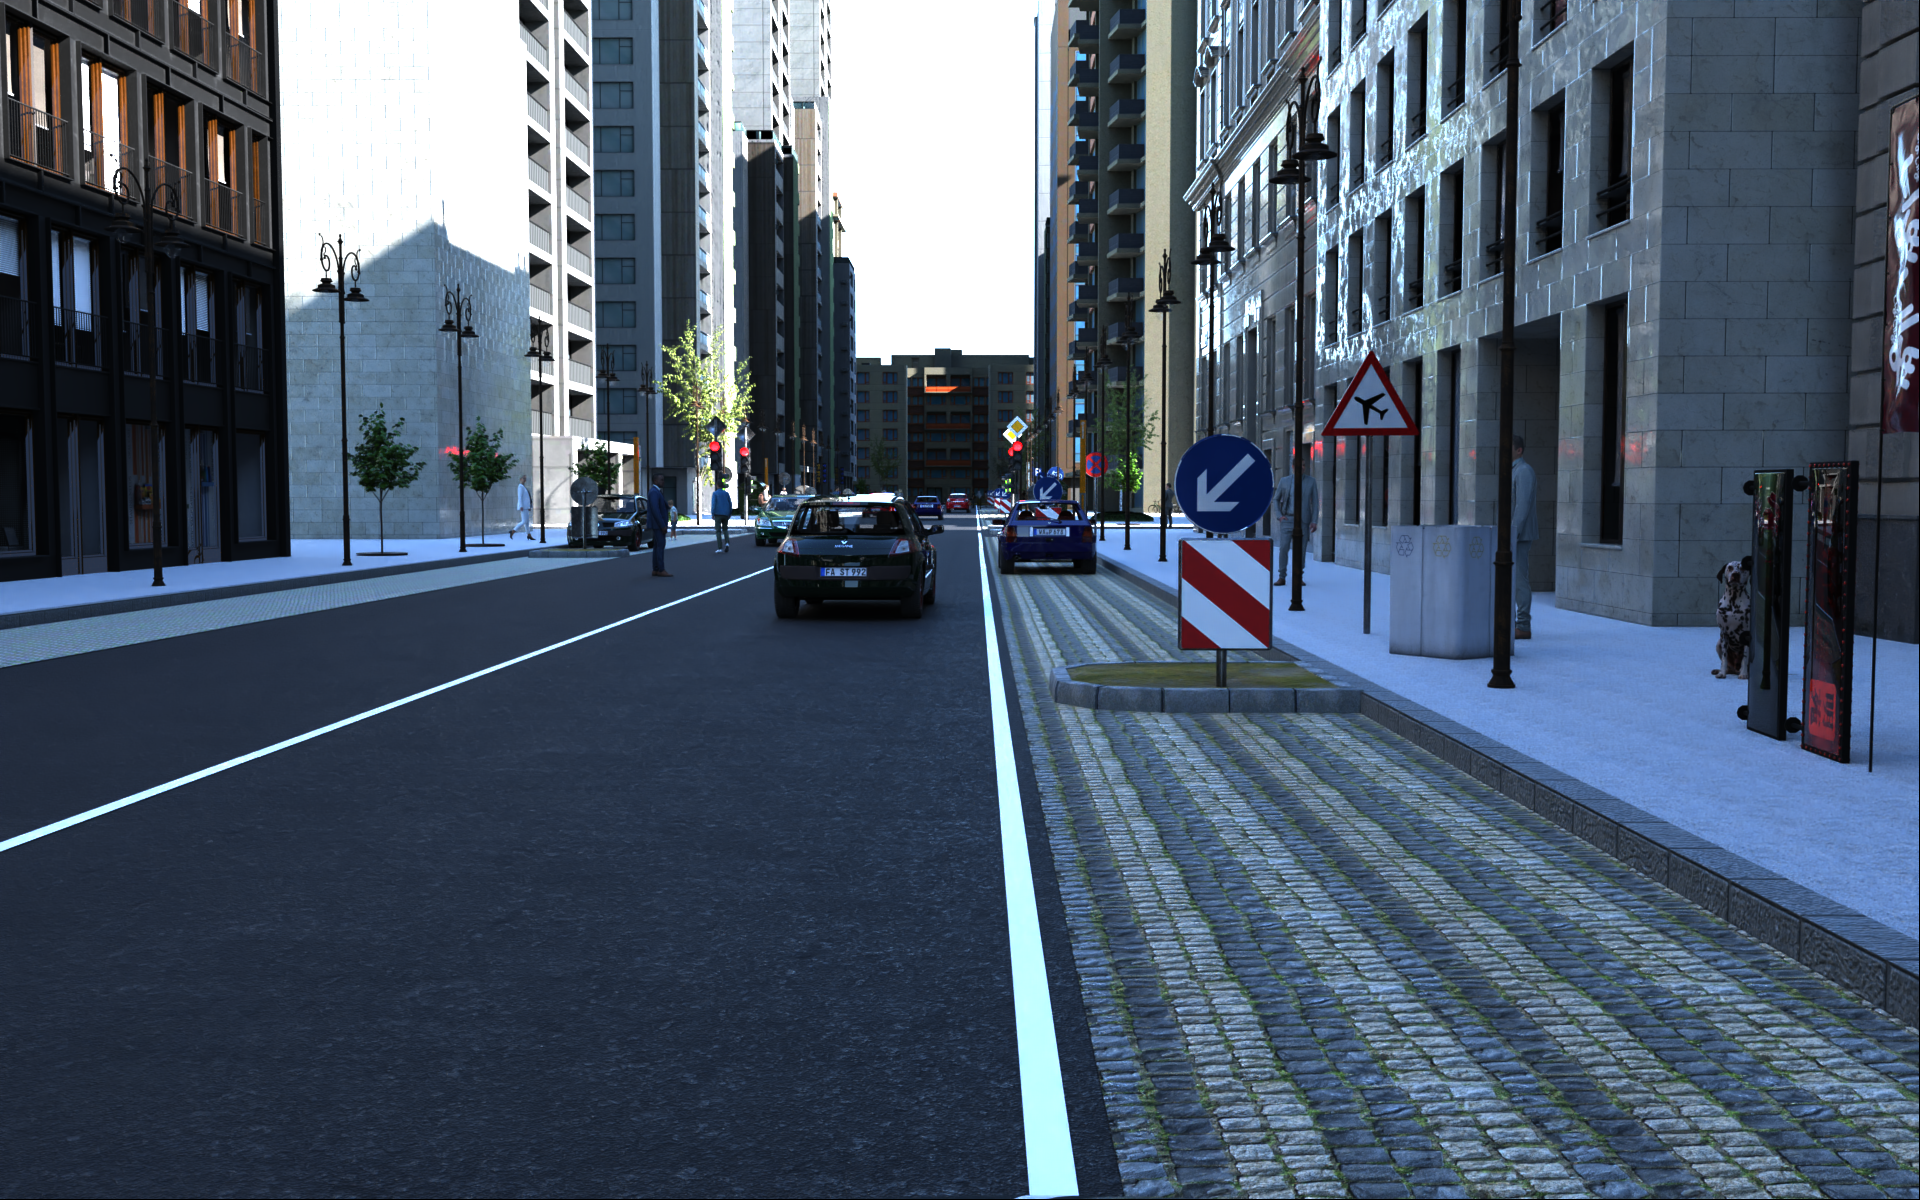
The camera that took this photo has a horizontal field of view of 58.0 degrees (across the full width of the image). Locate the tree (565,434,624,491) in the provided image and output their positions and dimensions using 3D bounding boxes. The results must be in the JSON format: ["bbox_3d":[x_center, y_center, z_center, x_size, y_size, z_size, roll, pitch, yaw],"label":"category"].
[{"bbox_3d":[-11.531,-3.736,55.684,1.663,3.219,1.824,0,3,0],"label":"tree"}]

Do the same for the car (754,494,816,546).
[{"bbox_3d":[-4.733,-2.300,49.402,2.131,1.459,4.920,0,4,1],"label":"car"}]

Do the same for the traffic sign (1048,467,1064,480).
[{"bbox_3d":[4.422,-4.895,80.133,0.768,2.556,0.104,0,4,3],"label":"traffic sign"}]

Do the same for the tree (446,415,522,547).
[{"bbox_3d":[-11.844,-2.928,42.472,1.663,3.219,1.824,0,3,0],"label":"tree"}]

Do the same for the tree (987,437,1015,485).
[{"bbox_3d":[5.542,-16.479,219.800,4.360,8.622,3.978,0,3,0],"label":"tree"}]

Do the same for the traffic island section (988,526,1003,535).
[{"bbox_3d":[2.074,-2.440,62.170,2.009,0.180,2.903,0,4,1],"label":"traffic island section"}]

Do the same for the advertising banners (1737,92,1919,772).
[{"bbox_3d":[4.238,-0.748,8.415,0.090,3.025,2.074,0,4,5],"label":"advertising banners"}]

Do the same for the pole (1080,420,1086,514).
[{"bbox_3d":[3.393,-3.298,47.761,0.158,3.312,0.155,0,3,0],"label":"pole"}]

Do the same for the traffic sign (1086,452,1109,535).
[{"bbox_3d":[4.101,-3.198,52.391,0.768,2.556,0.104,0,4,3],"label":"traffic sign"}]

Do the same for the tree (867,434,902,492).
[{"bbox_3d":[-9.344,-15.851,209.520,4.737,8.622,4.395,0,3,0],"label":"tree"}]

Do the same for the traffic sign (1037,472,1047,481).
[{"bbox_3d":[4.885,-6.178,101.112,0.768,2.556,0.104,0,4,8],"label":"traffic sign"}]

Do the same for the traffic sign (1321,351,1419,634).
[{"bbox_3d":[3.739,-0.969,15.844,0.884,2.594,0.081,0,4,4],"label":"traffic sign"}]

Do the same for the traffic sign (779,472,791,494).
[{"bbox_3d":[-10.235,-6.159,100.800,0.768,2.556,0.104,0,4,4],"label":"traffic sign"}]

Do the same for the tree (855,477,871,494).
[{"bbox_3d":[-9.966,-11.193,177.600,1.663,3.219,1.824,0,3,0],"label":"tree"}]

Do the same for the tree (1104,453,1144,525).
[{"bbox_3d":[7.030,-4.726,71.872,1.663,3.219,1.824,0,3,0],"label":"tree"}]

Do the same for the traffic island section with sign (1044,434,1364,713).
[{"bbox_3d":[1.645,-0.219,12.210,1.989,1.847,2.006,0,4,1],"label":"traffic island section with sign"}]

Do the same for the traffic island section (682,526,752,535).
[{"bbox_3d":[-8.767,-2.446,62.270,2.009,0.180,2.903,0,4,1],"label":"traffic island section"}]

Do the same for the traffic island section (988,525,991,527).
[{"bbox_3d":[2.144,-2.928,70.155,2.009,0.180,2.903,0,4,1],"label":"traffic island section"}]

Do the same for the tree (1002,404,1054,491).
[{"bbox_3d":[5.520,-11.670,141.166,4.737,8.622,4.395,0,3,0],"label":"tree"}]

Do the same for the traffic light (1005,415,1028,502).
[{"bbox_3d":[2.034,-4.473,62.056,0.839,4.253,0.868,0,4,1],"label":"traffic light"}]

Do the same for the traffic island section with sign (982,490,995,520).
[{"bbox_3d":[2.368,-5.268,94.752,1.989,1.847,2.006,0,4,1],"label":"traffic island section with sign"}]

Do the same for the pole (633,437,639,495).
[{"bbox_3d":[-11.588,-4.172,62.052,0.158,3.312,0.155,0,3,0],"label":"pole"}]

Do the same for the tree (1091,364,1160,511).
[{"bbox_3d":[9.299,-9.096,99.080,4.737,8.622,4.395,0,3,0],"label":"tree"}]

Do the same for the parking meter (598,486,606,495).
[{"bbox_3d":[-10.660,-2.622,51.274,0.372,1.533,0.369,0,3,0],"label":"parking meter"}]

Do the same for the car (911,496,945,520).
[{"bbox_3d":[-1.803,-5.156,96.883,1.945,1.354,3.894,0,4,1],"label":"car"}]

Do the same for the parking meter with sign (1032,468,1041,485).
[{"bbox_3d":[4.989,-7.227,114.427,0.543,3.016,1.738,1,4,11],"label":"parking meter with sign"}]

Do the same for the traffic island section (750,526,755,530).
[{"bbox_3d":[-8.697,-2.934,70.254,2.009,0.180,2.903,0,4,1],"label":"traffic island section"}]

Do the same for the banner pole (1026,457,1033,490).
[{"bbox_3d":[4.789,-7.845,118.284,0.401,3.779,0.863,-3,4,-39],"label":"banner pole"}]

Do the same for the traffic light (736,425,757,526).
[{"bbox_3d":[-8.657,-4.966,70.119,0.839,4.253,0.868,0,4,1],"label":"traffic light"}]

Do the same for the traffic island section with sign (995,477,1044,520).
[{"bbox_3d":[1.881,-1.902,39.729,1.989,1.847,2.006,0,4,1],"label":"traffic island section with sign"}]

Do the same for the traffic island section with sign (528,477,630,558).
[{"bbox_3d":[-8.640,-1.892,39.565,1.989,1.847,2.006,0,4,1],"label":"traffic island section with sign"}]

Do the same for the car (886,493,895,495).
[{"bbox_3d":[-4.909,-6.437,114.832,1.945,1.707,3.694,0,4,-1],"label":"car"}]

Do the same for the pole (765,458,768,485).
[{"bbox_3d":[-10.936,-6.364,97.891,0.158,3.312,0.155,0,3,0],"label":"pole"}]

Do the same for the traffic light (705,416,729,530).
[{"bbox_3d":[-8.727,-4.478,62.135,0.839,4.253,0.868,0,4,1],"label":"traffic light"}]

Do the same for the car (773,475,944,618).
[{"bbox_3d":[-1.225,-0.711,21.411,2.009,1.686,4.222,0,4,2],"label":"car"}]

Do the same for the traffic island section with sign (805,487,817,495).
[{"bbox_3d":[-8.148,-5.274,94.854,1.989,1.847,2.006,0,4,1],"label":"traffic island section with sign"}]

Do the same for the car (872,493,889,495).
[{"bbox_3d":[-5.039,-6.000,107.143,2.155,1.783,4.494,0,4,2],"label":"car"}]

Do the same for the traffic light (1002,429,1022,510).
[{"bbox_3d":[2.104,-4.962,70.041,0.839,4.253,0.868,0,4,1],"label":"traffic light"}]

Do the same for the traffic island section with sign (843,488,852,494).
[{"bbox_3d":[-7.910,-6.964,122.493,1.989,1.847,2.006,0,4,1],"label":"traffic island section with sign"}]

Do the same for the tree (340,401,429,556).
[{"bbox_3d":[-12.064,-2.537,36.087,1.663,3.219,1.824,0,3,0],"label":"tree"}]

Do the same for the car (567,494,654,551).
[{"bbox_3d":[-8.836,-2.110,44.293,2.009,1.686,4.222,0,4,1],"label":"car"}]

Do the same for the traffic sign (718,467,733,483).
[{"bbox_3d":[-10.907,-4.897,80.176,0.768,2.556,0.104,0,4,8],"label":"traffic sign"}]

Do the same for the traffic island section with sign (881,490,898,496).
[{"bbox_3d":[-7.490,-9.993,172.007,1.989,1.847,2.006,0,4,1],"label":"traffic island section with sign"}]

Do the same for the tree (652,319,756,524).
[{"bbox_3d":[-10.903,-7.555,73.881,4.737,8.622,4.395,0,3,0],"label":"tree"}]
